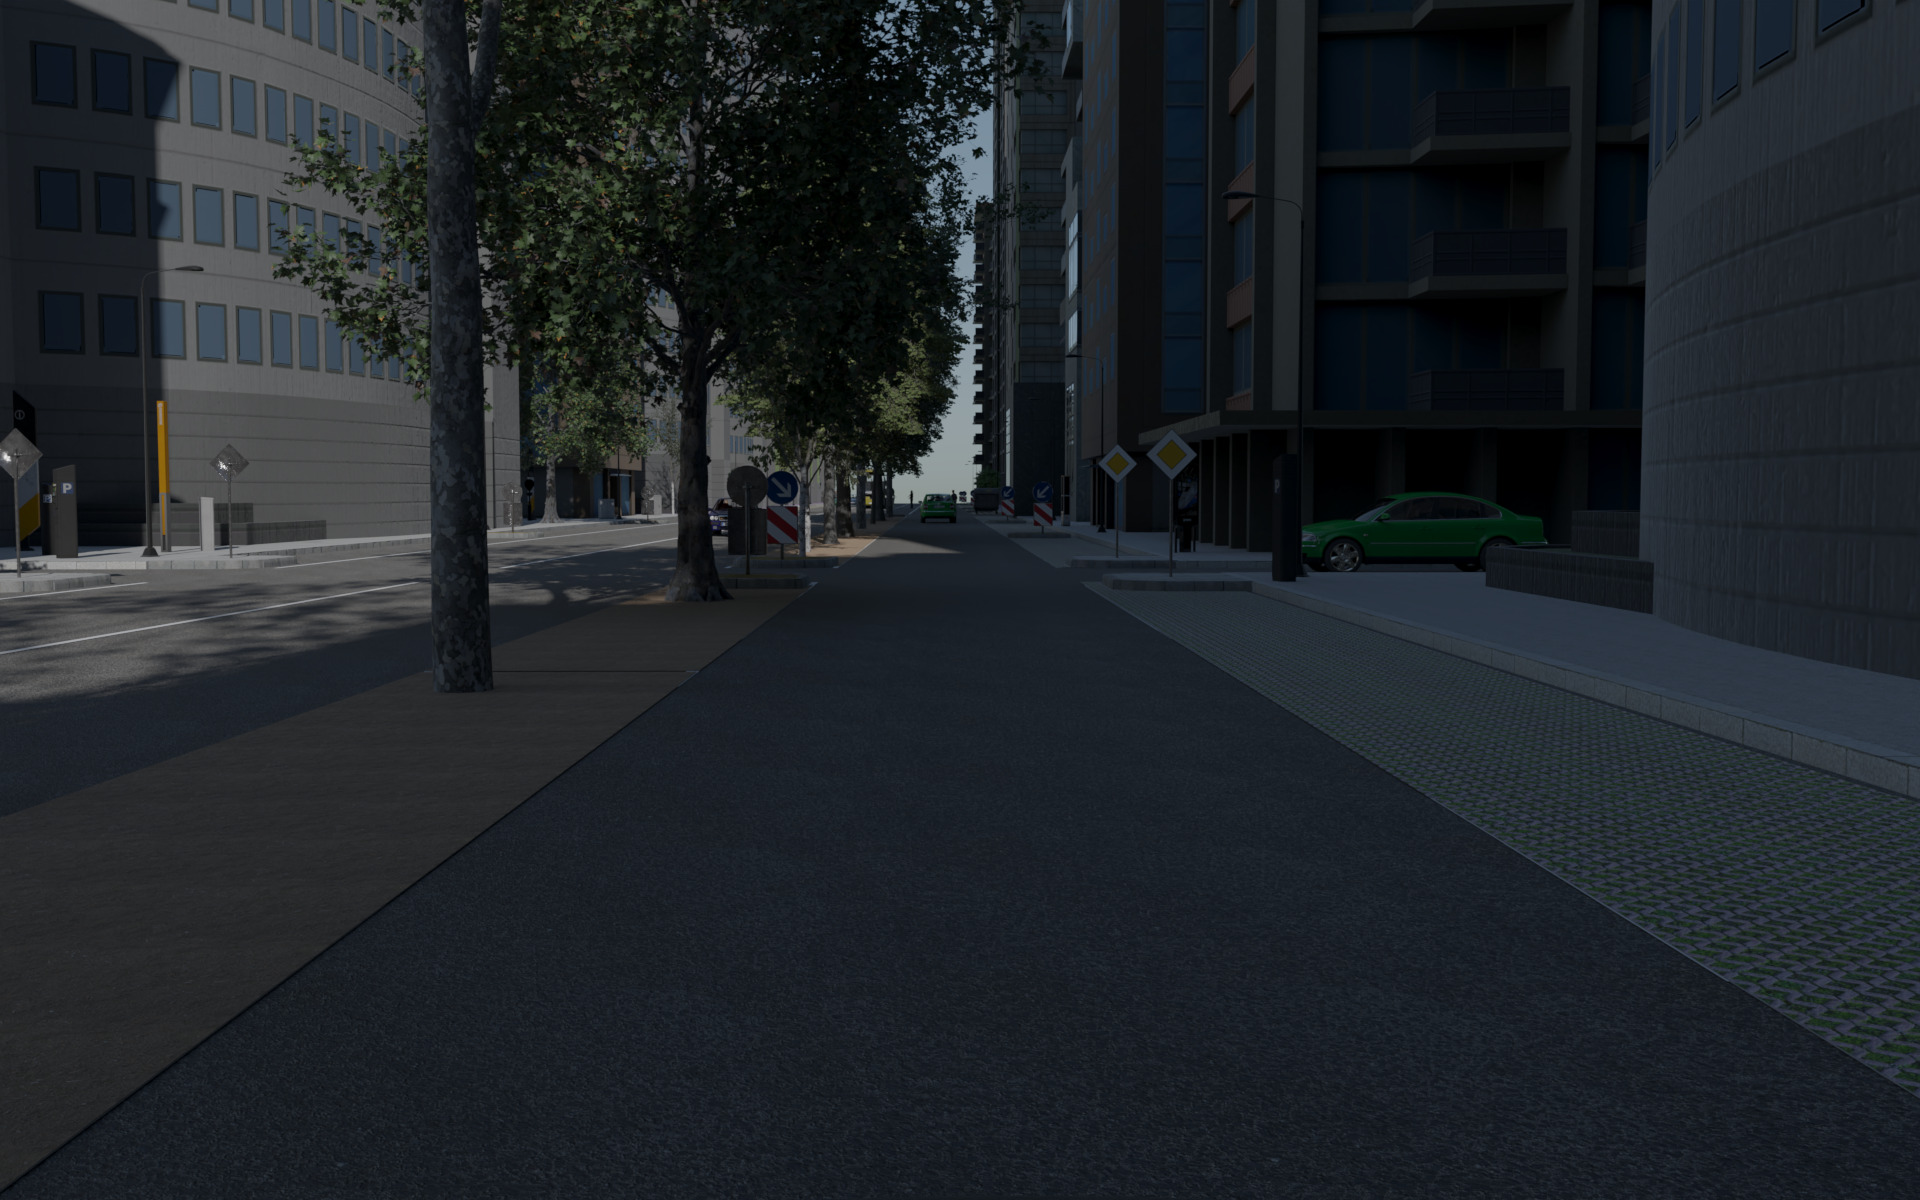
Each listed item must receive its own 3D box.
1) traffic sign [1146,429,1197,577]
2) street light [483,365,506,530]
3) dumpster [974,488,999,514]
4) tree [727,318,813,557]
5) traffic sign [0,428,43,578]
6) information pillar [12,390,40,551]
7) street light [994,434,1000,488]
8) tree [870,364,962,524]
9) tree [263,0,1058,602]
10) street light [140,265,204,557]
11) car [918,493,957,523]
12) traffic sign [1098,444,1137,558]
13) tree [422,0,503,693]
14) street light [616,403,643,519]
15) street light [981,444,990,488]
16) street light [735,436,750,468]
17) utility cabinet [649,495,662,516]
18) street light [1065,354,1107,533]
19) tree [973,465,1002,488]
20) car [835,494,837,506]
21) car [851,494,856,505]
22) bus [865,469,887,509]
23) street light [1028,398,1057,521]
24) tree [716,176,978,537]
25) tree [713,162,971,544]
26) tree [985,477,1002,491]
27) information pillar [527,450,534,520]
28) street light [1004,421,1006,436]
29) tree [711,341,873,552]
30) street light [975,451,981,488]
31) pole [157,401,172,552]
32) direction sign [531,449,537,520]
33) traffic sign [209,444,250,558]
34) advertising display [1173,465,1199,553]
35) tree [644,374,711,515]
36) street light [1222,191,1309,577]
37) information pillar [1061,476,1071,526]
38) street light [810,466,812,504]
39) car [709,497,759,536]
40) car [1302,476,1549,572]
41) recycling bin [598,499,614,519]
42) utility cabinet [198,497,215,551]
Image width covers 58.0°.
[{"bbox_3d":[3.257,-1.412,26.730,0.795,2.450,0.064,0,4,-1],"label":"traffic sign"},{"bbox_3d":[-16.317,-5.434,61.386,1.470,5.913,1.316,0,4,-1],"label":"street light"},{"bbox_3d":[1.879,-7.058,123.621,1.865,1.857,1.264,0,4,-1],"label":"dumpster"},{"bbox_3d":[-3.460,-5.182,37.540,4.737,8.622,4.395,0,3,0],"label":"tree"},{"bbox_3d":[-14.436,-1.399,26.515,0.795,2.450,0.064,0,4,-1],"label":"traffic sign"},{"bbox_3d":[-20.996,-2.910,38.939,0.504,3.616,0.183,0,4,-5],"label":"information pillar"},{"bbox_3d":[3.293,-9.859,133.743,1.470,5.913,1.316,0,4,-1],"label":"street light"},{"bbox_3d":[-4.169,-8.864,81.796,8.767,10.594,7.601,0,4,-1],"label":"tree"},{"bbox_3d":[-3.555,-6.322,22.836,9.611,12.733,9.660,0,3,0],"label":"tree"},{"bbox_3d":[-16.037,-3.837,35.276,1.470,5.913,1.316,0,4,-1],"label":"street light"},{"bbox_3d":[-1.114,-4.780,86.942,1.959,1.807,4.718,0,4,-2],"label":"car"},{"bbox_3d":[3.151,-1.900,34.714,0.795,2.450,0.064,0,4,-1],"label":"traffic sign"},{"bbox_3d":[-2.389,-9.345,11.142,12.611,20.169,13.585,0,3,0],"label":"tree"},{"bbox_3d":[-16.711,-7.031,87.493,1.470,5.913,1.316,0,4,-1],"label":"street light"},{"bbox_3d":[2.921,-11.456,159.851,1.470,5.913,1.316,0,4,-1],"label":"street light"},{"bbox_3d":[-17.260,-10.092,137.547,1.470,5.913,1.316,0,4,-1],"label":"street light"},{"bbox_3d":[-18.225,-5.659,103.692,0.306,1.237,1.020,1,4,18],"label":"utility cabinet"},{"bbox_3d":[4.191,-5.203,57.618,1.470,5.913,1.316,0,4,-1],"label":"street light"},{"bbox_3d":[3.151,-13.055,197.166,4.285,4.588,4.351,0,3,0],"label":"tree"},{"bbox_3d":[-13.205,-10.368,181.321,2.131,1.459,4.920,0,4,1],"label":"car"},{"bbox_3d":[-12.415,-11.573,201.218,2.014,1.417,4.499,0,4,-2],"label":"car"},{"bbox_3d":[-8.492,-11.052,172.243,2.896,3.916,12.252,0,3,0],"label":"bus"},{"bbox_3d":[3.992,-6.800,83.729,1.470,5.913,1.316,0,4,-1],"label":"street light"},{"bbox_3d":[-3.838,-9.066,57.339,9.857,13.997,8.962,0,3,0],"label":"tree"},{"bbox_3d":[-3.593,-7.832,48.630,7.486,12.596,7.792,0,3,0],"label":"tree"},{"bbox_3d":[3.923,-12.199,194.047,1.663,3.219,1.824,0,3,0],"label":"tree"},{"bbox_3d":[-20.956,-5.699,84.528,0.183,3.616,0.504,1,4,14],"label":"information pillar"},{"bbox_3d":[3.473,-8.397,109.835,1.470,5.913,1.316,0,4,-1],"label":"street light"},{"bbox_3d":[-3.734,-5.465,42.176,4.360,8.622,3.978,0,3,0],"label":"tree"},{"bbox_3d":[2.602,-13.053,185.960,1.470,5.913,1.316,0,4,-1],"label":"street light"},{"bbox_3d":[-17.491,-2.705,38.067,0.158,3.312,0.155,0,3,0],"label":"pole"},{"bbox_3d":[-21.060,-5.707,85.309,0.379,3.537,0.876,-1,4,-9],"label":"direction sign"},{"bbox_3d":[-14.542,-1.887,34.499,0.795,2.450,0.064,0,4,-1],"label":"traffic sign"},{"bbox_3d":[4.966,-2.014,38.137,0.123,1.923,0.974,3,4,36],"label":"advertising display"},{"bbox_3d":[-17.579,-9.593,107.212,4.360,8.622,3.978,0,3,0],"label":"tree"},{"bbox_3d":[4.709,-3.312,26.699,1.470,5.913,1.316,0,4,-1],"label":"street light"},{"bbox_3d":[4.214,-3.943,68.967,0.304,2.012,0.304,-1,4,-14],"label":"information pillar"},{"bbox_3d":[-18.487,-15.164,220.469,1.470,5.913,1.316,0,4,-1],"label":"street light"},{"bbox_3d":[-7.815,-2.910,60.162,1.945,1.354,3.894,0,4,-2],"label":"car"},{"bbox_3d":[8.077,-1.366,31.125,4.718,1.807,1.959,0,4,-1],"label":"car"},{"bbox_3d":[-18.213,-4.687,89.180,0.722,1.027,0.722,-1,4,-20],"label":"recycling bin"},{"bbox_3d":[-17.224,-1.740,39.612,0.306,1.237,1.020,-2,4,-25],"label":"utility cabinet"}]
